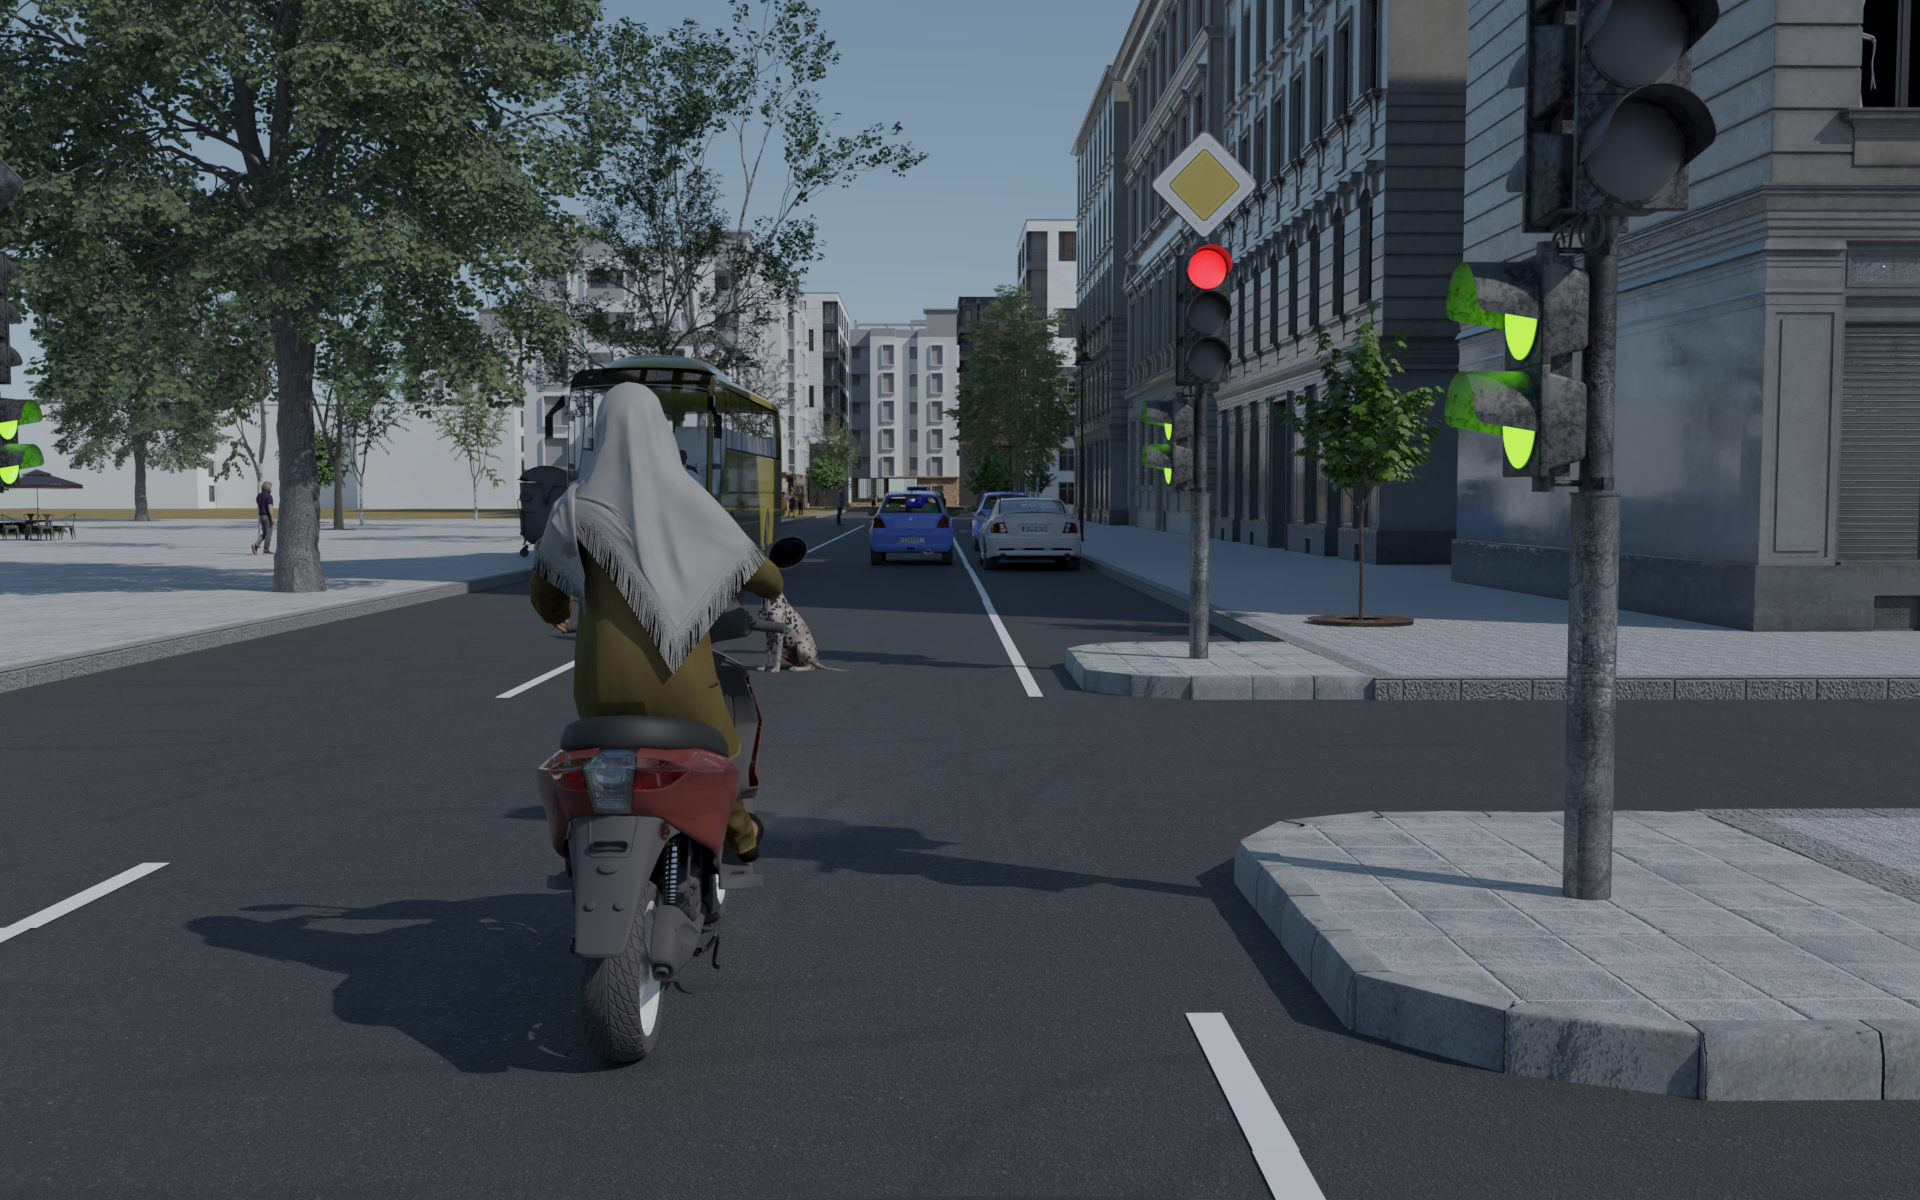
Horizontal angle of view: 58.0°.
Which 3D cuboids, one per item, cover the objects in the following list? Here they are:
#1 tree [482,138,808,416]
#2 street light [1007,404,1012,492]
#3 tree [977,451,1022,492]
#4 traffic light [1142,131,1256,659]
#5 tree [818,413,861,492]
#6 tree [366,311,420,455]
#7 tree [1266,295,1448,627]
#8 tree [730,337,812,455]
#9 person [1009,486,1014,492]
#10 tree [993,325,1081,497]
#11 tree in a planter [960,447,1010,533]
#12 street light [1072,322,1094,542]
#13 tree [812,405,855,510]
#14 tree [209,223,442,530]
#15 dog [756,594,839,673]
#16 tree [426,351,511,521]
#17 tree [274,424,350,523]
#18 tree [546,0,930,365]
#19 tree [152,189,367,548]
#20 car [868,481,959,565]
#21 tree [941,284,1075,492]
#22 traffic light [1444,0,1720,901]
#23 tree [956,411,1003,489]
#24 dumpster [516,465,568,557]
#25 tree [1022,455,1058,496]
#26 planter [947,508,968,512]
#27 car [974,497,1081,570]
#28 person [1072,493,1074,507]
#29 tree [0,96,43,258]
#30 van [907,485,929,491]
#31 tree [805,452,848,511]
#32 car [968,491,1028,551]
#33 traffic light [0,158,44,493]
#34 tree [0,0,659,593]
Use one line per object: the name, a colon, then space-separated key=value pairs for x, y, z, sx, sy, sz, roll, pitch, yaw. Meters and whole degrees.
tree: x=-8.526 y=-6.839 z=46.233 sx=8.767 sy=10.594 sz=7.601 roll=-1 pitch=4 yaw=-16
street light: x=2.567 y=-7.060 z=88.225 sx=0.468 sy=5.910 sz=1.993 roll=0 pitch=4 yaw=-1
tree: x=2.865 y=-8.668 z=125.436 sx=4.285 sy=4.588 sz=4.351 roll=0 pitch=3 yaw=0
traffic light: x=1.845 y=-1.478 z=13.407 sx=0.839 sy=4.213 sz=0.868 roll=0 pitch=4 yaw=-1
tree: x=-10.860 y=-12.558 z=155.691 sx=4.737 sy=8.622 sz=4.395 roll=0 pitch=3 yaw=0
tree: x=-23.833 y=-7.260 z=69.066 sx=4.360 sy=8.622 sz=3.978 roll=0 pitch=3 yaw=0
tree: x=3.996 y=-1.367 z=16.950 sx=1.663 sy=3.219 sz=1.824 roll=0 pitch=3 yaw=0
tree: x=-9.473 y=-7.892 z=79.397 sx=4.360 sy=8.622 sz=3.978 roll=0 pitch=3 yaw=0
person: x=3.545 y=-6.863 z=118.270 sx=1.348 sy=1.822 sz=0.705 roll=0 pitch=4 yaw=-8
tree: x=3.384 y=-7.688 z=76.066 sx=4.737 sy=8.622 sz=4.395 roll=0 pitch=3 yaw=0
tree in a planter: x=0.986 y=-4.147 z=65.026 sx=1.991 sy=3.239 sz=1.994 roll=0 pitch=4 yaw=-1
street light: x=3.292 y=-4.521 z=46.709 sx=0.468 sy=5.910 sz=1.993 roll=0 pitch=4 yaw=-1
tree: x=-10.901 y=-11.813 z=143.498 sx=4.360 sy=8.622 sz=3.978 roll=0 pitch=3 yaw=0
tree: x=-22.339 y=-8.301 z=61.474 sx=9.928 sy=11.665 sz=9.643 roll=0 pitch=3 yaw=0
dog: x=-1.289 y=0.171 z=14.036 sx=0.800 sy=0.831 sz=0.513 roll=0 pitch=4 yaw=1
tree: x=-23.311 y=-8.107 z=82.911 sx=4.737 sy=8.622 sz=4.395 roll=0 pitch=3 yaw=0
tree: x=-28.930 y=-5.737 z=77.520 sx=4.285 sy=4.588 sz=4.351 roll=0 pitch=3 yaw=0
tree: x=-7.922 y=-12.450 z=59.454 sx=12.611 sy=20.169 sz=13.585 roll=0 pitch=3 yaw=0
tree: x=-16.746 y=-5.522 z=40.648 sx=4.360 sy=8.622 sz=3.978 roll=0 pitch=3 yaw=0
car: x=-0.984 y=-1.638 z=36.377 sx=1.945 sy=1.707 sz=3.694 roll=0 pitch=4 yaw=0
tree: x=2.861 y=-10.769 z=94.193 sx=7.486 sy=12.596 sz=7.792 roll=0 pitch=3 yaw=0
traffic light: x=1.985 y=-0.990 z=5.423 sx=0.839 sy=4.213 sz=0.868 roll=0 pitch=4 yaw=-1
tree: x=1.660 y=-12.036 z=147.144 sx=4.360 sy=8.622 sz=3.978 roll=0 pitch=3 yaw=0
dumpster: x=-8.378 y=-1.840 z=35.850 sx=1.264 sy=1.857 sz=1.865 roll=0 pitch=4 yaw=-1
tree: x=3.675 y=-5.464 z=83.937 sx=1.663 sy=3.219 sz=1.824 roll=0 pitch=3 yaw=0
planter: x=-0.379 y=-7.425 z=142.532 sx=1.991 sy=0.319 sz=1.994 roll=0 pitch=4 yaw=-1
car: x=1.339 y=-1.340 z=34.263 sx=2.083 sy=1.381 sz=4.827 roll=0 pitch=4 yaw=-1
person: x=6.297 y=-5.347 z=93.912 sx=0.568 sy=1.767 sz=0.683 roll=3 pitch=5 yaw=44
tree: x=-19.336 y=-7.401 z=28.428 sx=7.806 sy=13.903 sz=7.818 roll=0 pitch=3 yaw=0
van: x=-3.416 y=-8.373 z=141.280 sx=2.240 sy=2.365 sz=5.245 roll=0 pitch=4 yaw=1
tree: x=-10.359 y=-9.209 z=134.279 sx=4.285 sy=4.588 sz=4.351 roll=0 pitch=3 yaw=0
car: x=1.174 y=-2.163 z=44.955 sx=1.945 sy=1.707 sz=3.694 roll=0 pitch=4 yaw=-1
traffic light: x=-7.514 y=-1.467 z=13.228 sx=0.839 sy=4.213 sz=0.868 roll=0 pitch=4 yaw=-1
tree: x=-8.818 y=-7.078 z=22.380 sx=9.857 sy=13.997 sz=8.962 roll=0 pitch=3 yaw=0
